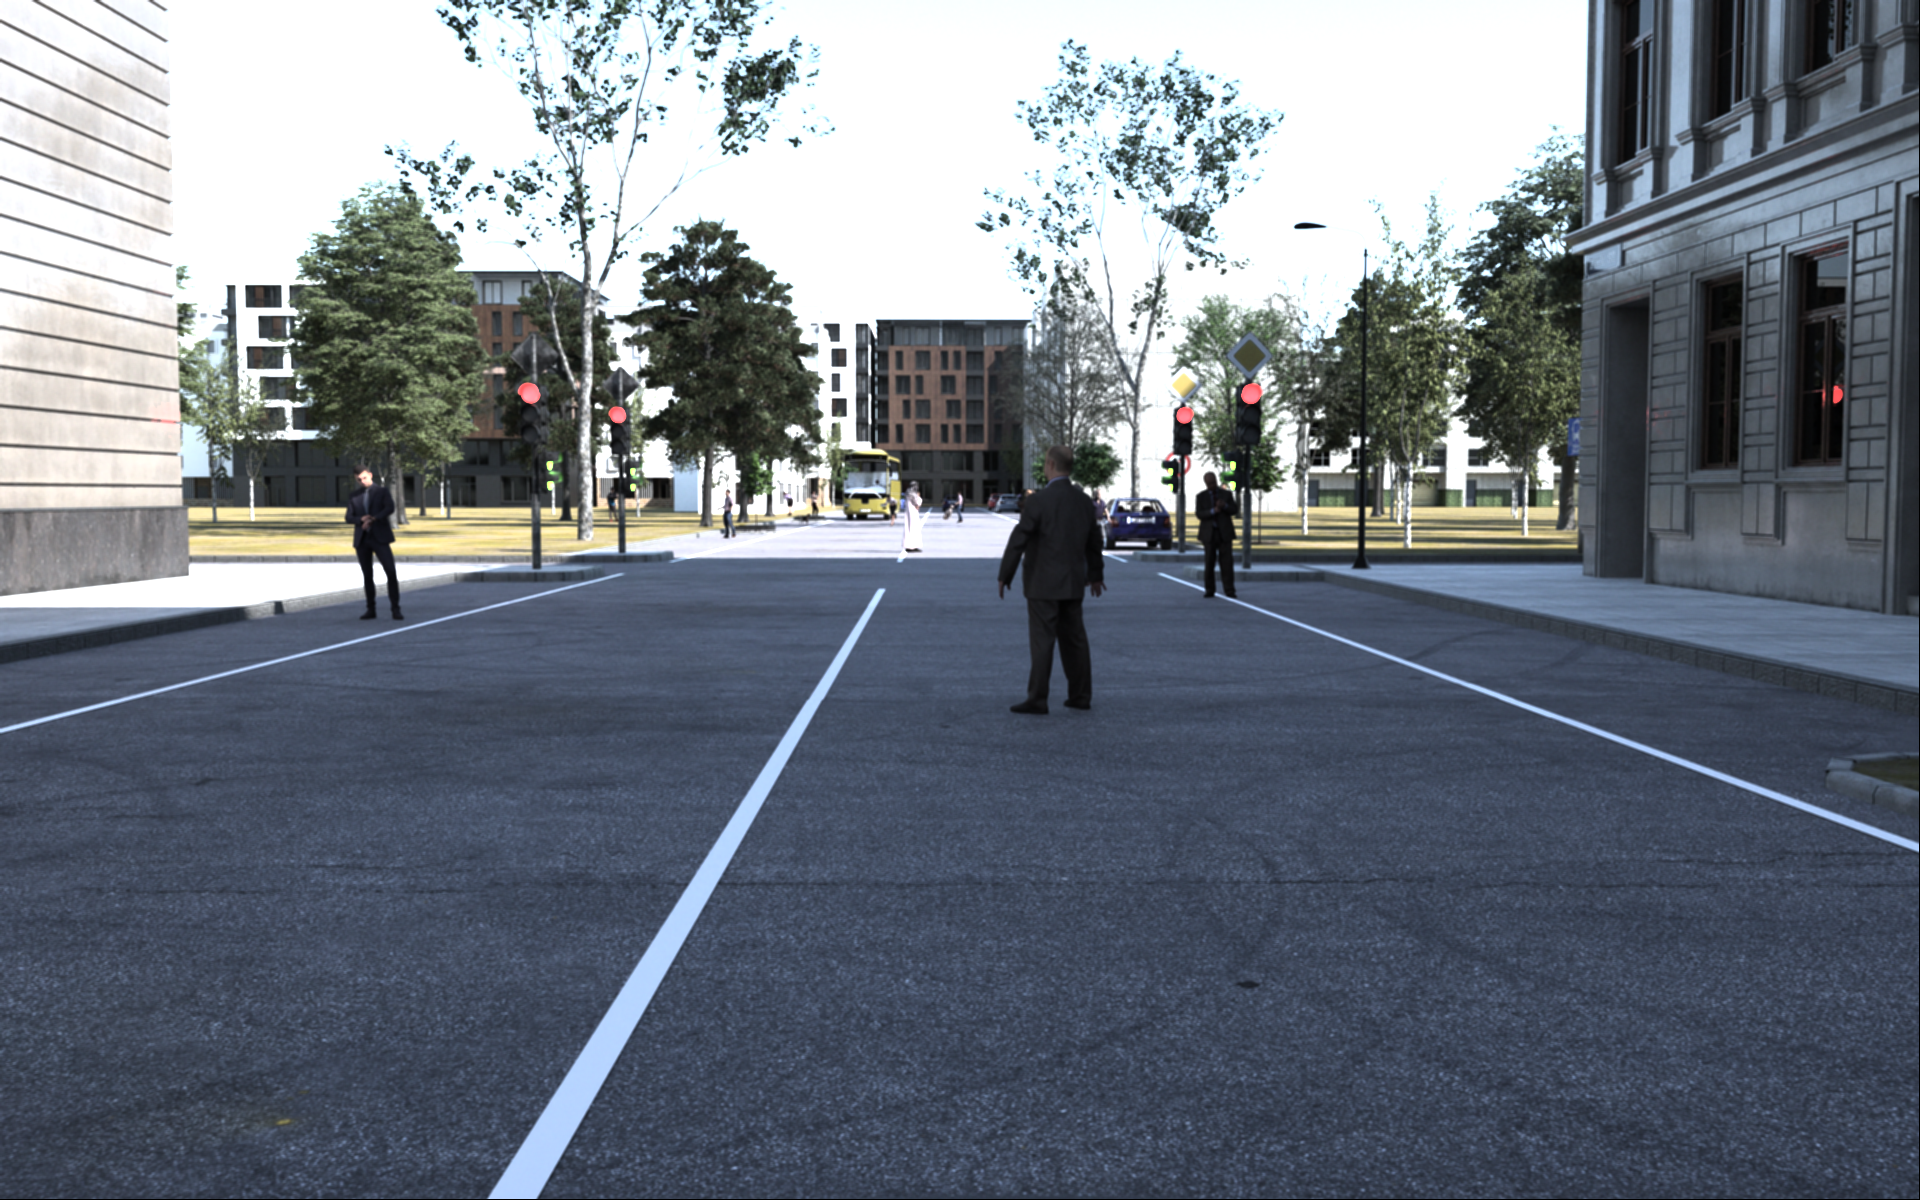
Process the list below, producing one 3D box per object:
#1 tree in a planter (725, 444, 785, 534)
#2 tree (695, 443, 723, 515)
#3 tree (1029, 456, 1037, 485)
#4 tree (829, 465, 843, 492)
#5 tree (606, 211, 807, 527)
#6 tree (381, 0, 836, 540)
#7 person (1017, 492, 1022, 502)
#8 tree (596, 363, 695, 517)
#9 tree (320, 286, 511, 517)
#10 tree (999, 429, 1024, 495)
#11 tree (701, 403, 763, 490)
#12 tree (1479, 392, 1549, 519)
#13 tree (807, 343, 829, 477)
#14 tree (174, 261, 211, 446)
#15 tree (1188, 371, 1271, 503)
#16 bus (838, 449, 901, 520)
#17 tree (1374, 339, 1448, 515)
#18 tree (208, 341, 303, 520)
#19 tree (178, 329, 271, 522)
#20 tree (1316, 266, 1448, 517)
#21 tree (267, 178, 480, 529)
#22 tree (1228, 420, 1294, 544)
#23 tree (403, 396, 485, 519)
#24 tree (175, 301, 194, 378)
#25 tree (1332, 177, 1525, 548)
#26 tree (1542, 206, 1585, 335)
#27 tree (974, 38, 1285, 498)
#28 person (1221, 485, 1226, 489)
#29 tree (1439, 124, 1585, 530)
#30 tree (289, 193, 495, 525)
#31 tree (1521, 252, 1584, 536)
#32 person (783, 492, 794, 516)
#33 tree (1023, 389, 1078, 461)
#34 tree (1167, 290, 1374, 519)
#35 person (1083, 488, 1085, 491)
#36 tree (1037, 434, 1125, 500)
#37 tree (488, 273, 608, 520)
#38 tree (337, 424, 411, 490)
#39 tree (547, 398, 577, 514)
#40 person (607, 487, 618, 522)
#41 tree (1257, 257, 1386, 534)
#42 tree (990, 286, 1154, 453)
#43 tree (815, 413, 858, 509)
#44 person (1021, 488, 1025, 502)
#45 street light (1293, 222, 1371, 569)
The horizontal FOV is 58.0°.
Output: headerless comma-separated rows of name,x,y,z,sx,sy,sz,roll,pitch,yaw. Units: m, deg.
tree in a planter,-7.342,-3.980,62.295,1.991,3.239,1.994,0,4,-1
tree,-16.111,-9.599,107.305,4.737,8.622,4.395,0,3,0
tree,6.298,-8.090,115.992,4.285,4.588,4.351,0,3,0
tree,-11.523,-11.581,173.068,4.285,4.588,4.351,0,3,0
tree,-9.798,-8.883,67.297,6.751,12.117,7.091,0,3,0
tree,-9.940,-11.824,49.216,12.611,20.169,13.585,0,3,0
person,5.120,-8.503,148.306,0.421,1.427,0.697,0,4,8
tree,-18.199,-8.946,96.636,4.737,8.622,4.395,0,3,0
tree,-30.740,-11.525,98.800,12.009,13.543,11.850,0,3,0
tree,6.076,-14.665,190.140,4.737,8.622,4.395,0,3,0
tree,-12.664,-8.695,92.533,4.360,8.622,3.978,0,3,0
tree,28.563,-8.465,88.759,4.360,8.622,3.978,0,3,0
tree,-9.791,-9.570,78.526,6.751,12.117,7.091,0,3,0
tree,-34.103,-9.275,69.766,7.486,12.596,7.792,0,3,0
tree,15.275,-9.229,101.262,4.737,8.622,4.395,0,3,0
bus,-4.939,-6.514,98.054,2.896,3.916,12.252,0,4,1
tree,26.143,-11.133,107.776,9.928,11.665,9.643,0,3,0
tree,-34.374,-8.202,84.469,4.360,8.622,3.978,0,3,0
tree,-33.621,-7.837,78.493,4.737,8.622,4.395,0,3,0
tree,23.724,-11.601,97.099,7.806,13.903,7.818,0,3,0
tree,-21.081,-8.846,62.752,7.486,12.596,7.792,0,3,0
tree,7.925,-3.086,45.057,1.663,3.219,1.824,0,3,0
tree,-26.690,-8.501,89.354,4.737,8.622,4.395,0,3,0
tree,-27.209,-7.176,51.738,8.767,10.594,7.601,-1,4,-16
tree,10.696,-5.553,41.160,4.737,8.622,4.395,0,3,0
tree,19.263,-8.367,44.222,7.806,13.903,7.818,0,3,0
tree,6.786,-13.227,72.153,12.611,20.169,13.585,0,3,0
person,8.091,-2.755,53.145,0.319,1.574,0.516,-1,4,-14
tree,21.616,-9.446,61.094,9.857,13.997,8.962,0,3,0
tree,-23.645,-10.092,72.421,7.806,13.903,7.818,0,3,0
tree,17.726,-6.301,53.381,4.737,8.622,4.395,0,3,0
person,-10.145,-5.685,102.222,0.697,1.427,0.421,2,4,33
tree,6.501,-10.408,120.539,4.360,8.622,3.978,0,3,0
tree,14.267,-10.002,89.289,9.928,11.665,9.643,0,3,0
person,8.246,-6.829,118.524,0.721,1.723,1.217,0,4,-6
tree,7.230,-6.729,93.733,4.285,4.588,4.351,0,3,0
tree,-19.464,-9.973,85.111,6.751,12.117,7.091,0,3,0
tree,-37.839,-9.786,110.356,4.360,8.622,3.978,0,3,0
tree,-25.552,-9.740,109.617,4.360,8.622,3.978,0,3,0
person,-15.886,-4.378,79.494,0.647,1.594,0.662,1,4,21
tree,11.204,-6.401,55.026,4.360,8.622,3.978,0,3,0
tree,6.461,-11.761,102.659,12.009,13.543,11.850,0,3,0
tree,-11.078,-12.334,152.022,4.737,8.622,4.395,0,3,0
person,6.060,-9.932,168.446,0.705,1.822,1.348,-1,4,-13
street light,6.390,-3.498,29.739,1.470,5.913,1.316,0,4,-1
